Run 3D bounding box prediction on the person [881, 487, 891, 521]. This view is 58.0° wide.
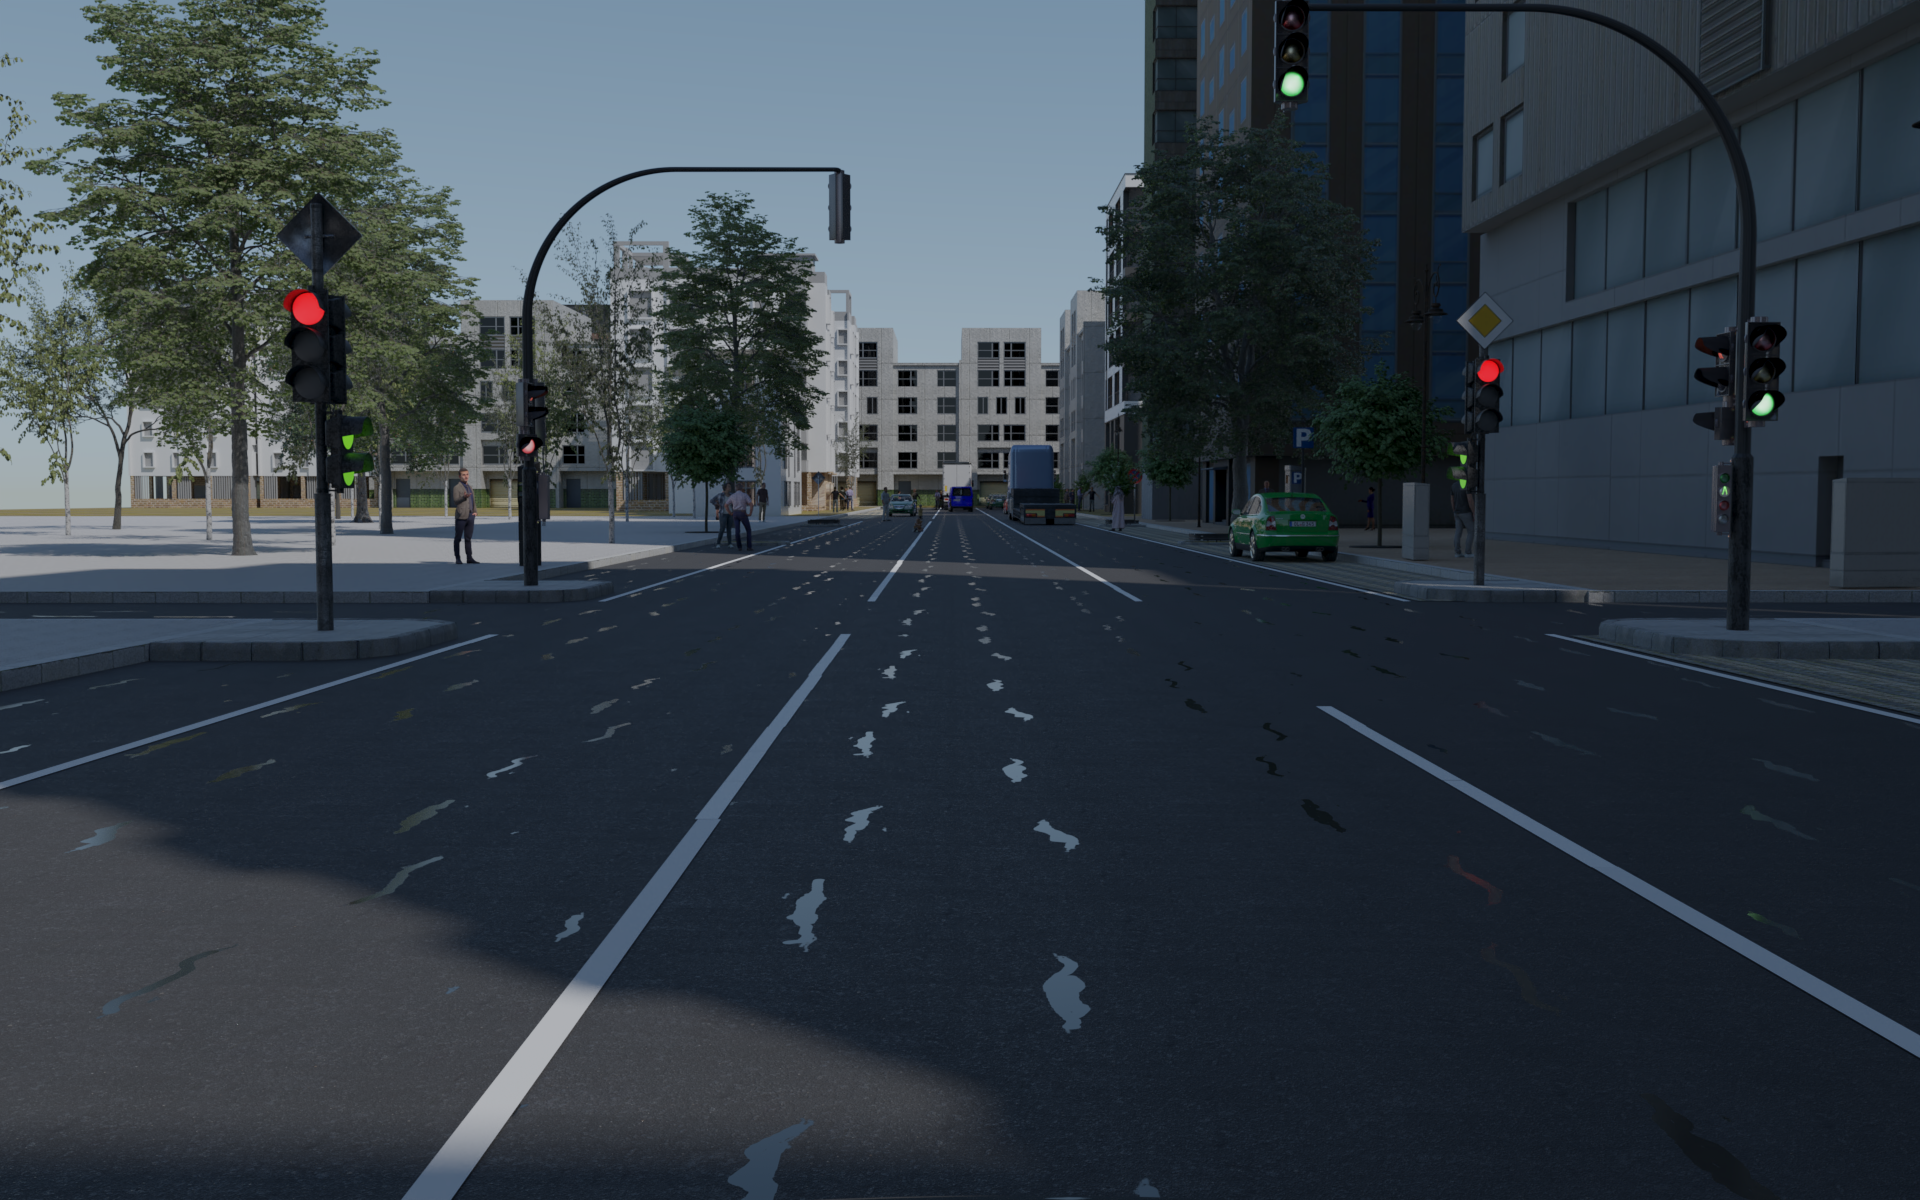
[{"bbox_3d":[-3.887,-5.049,91.195,0.789,1.805,0.875,3,5,43],"label":"person"}]

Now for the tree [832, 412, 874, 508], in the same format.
[{"bbox_3d":[-9.836,-12.485,154.493,4.360,8.622,3.978,0,3,0],"label":"tree"}]

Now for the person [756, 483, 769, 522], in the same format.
[{"bbox_3d":[-8.989,-4.452,78.967,0.598,1.807,0.434,-1,4,-22],"label":"person"}]

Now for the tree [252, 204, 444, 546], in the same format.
[{"bbox_3d":[-15.667,-5.678,43.190,4.360,8.622,3.978,0,3,0],"label":"tree"}]

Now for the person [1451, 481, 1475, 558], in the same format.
[{"bbox_3d":[10.219,-1.765,35.024,0.434,1.807,0.598,-1,4,-18],"label":"person"}]

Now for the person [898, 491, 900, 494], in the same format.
[{"bbox_3d":[-5.821,-9.731,168.304,0.721,1.736,1.217,0,4,-2],"label":"person"}]

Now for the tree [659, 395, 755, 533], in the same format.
[{"bbox_3d":[-8.412,-4.502,57.324,4.285,4.588,4.351,0,3,0],"label":"tree"}]

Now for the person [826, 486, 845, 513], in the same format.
[{"bbox_3d":[-8.567,-6.922,119.225,1.348,1.822,0.705,1,4,12],"label":"person"}]

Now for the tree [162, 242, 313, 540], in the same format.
[{"bbox_3d":[-21.214,-5.978,48.099,4.737,8.622,4.395,0,3,0],"label":"tree"}]

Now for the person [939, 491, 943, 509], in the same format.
[{"bbox_3d":[-1.756,-9.413,162.919,1.217,1.766,0.721,1,4,16],"label":"person"}]

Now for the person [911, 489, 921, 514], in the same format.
[{"bbox_3d":[-3.352,-7.268,127.476,1.348,1.807,0.705,-3,5,-43],"label":"person"}]

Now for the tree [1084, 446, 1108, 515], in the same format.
[{"bbox_3d":[9.551,-7.600,107.967,4.285,4.588,4.351,0,3,0],"label":"tree"}]

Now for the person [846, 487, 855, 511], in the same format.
[{"bbox_3d":[-8.395,-7.784,133.174,0.709,1.838,0.599,1,4,19],"label":"person"}]

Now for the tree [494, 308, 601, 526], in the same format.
[{"bbox_3d":[-16.469,-7.272,69.263,4.737,8.622,4.395,0,3,0],"label":"tree"}]

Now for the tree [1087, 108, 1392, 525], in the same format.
[{"bbox_3d":[9.111,-9.174,56.645,9.857,13.997,8.962,0,3,0],"label":"tree"}]

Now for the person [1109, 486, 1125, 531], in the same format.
[{"bbox_3d":[6.067,-3.511,66.572,0.621,1.740,0.551,2,4,35],"label":"person"}]

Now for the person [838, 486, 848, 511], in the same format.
[{"bbox_3d":[-9.021,-7.725,131.969,1.348,1.869,0.705,-3,5,-44],"label":"person"}]

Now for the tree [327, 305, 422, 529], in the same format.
[{"bbox_3d":[-21.529,-6.929,63.650,4.737,8.622,4.395,0,3,0],"label":"tree"}]

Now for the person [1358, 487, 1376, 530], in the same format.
[{"bbox_3d":[14.337,-3.214,60.960,0.546,1.535,0.453,0,4,-7],"label":"person"}]

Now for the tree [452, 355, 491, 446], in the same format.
[{"bbox_3d":[-22.471,-8.361,87.069,4.360,8.622,3.978,0,3,0],"label":"tree"}]

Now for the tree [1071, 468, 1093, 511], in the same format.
[{"bbox_3d":[9.169,-8.307,130.427,1.663,3.219,1.824,0,3,0],"label":"tree"}]

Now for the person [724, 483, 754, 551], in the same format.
[{"bbox_3d":[-5.563,-2.113,43.986,0.756,1.711,0.436,1,4,19],"label":"person"}]

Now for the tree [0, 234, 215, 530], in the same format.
[{"bbox_3d":[-30.264,-7.816,62.208,7.601,10.594,8.767,2,4,32],"label":"tree"}]

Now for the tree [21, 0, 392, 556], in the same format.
[{"bbox_3d":[-14.733,-7.177,35.474,7.486,12.596,7.792,0,3,0],"label":"tree"}]

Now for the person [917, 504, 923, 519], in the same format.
[{"bbox_3d":[-2.246,-4.974,97.757,0.347,0.859,0.695,0,4,-4],"label":"person"}]

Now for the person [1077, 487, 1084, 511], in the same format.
[{"bbox_3d":[9.006,-7.495,128.453,0.599,1.838,0.709,0,4,4],"label":"person"}]

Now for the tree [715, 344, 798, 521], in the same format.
[{"bbox_3d":[-9.696,-8.070,82.307,4.360,8.622,3.978,0,3,0],"label":"tree"}]

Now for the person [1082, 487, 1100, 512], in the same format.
[{"bbox_3d":[9.354,-7.152,122.985,1.348,1.822,0.705,2,4,26],"label":"person"}]

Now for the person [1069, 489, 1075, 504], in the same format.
[{"bbox_3d":[8.970,-8.049,138.563,0.541,1.710,0.530,-2,4,-23],"label":"person"}]

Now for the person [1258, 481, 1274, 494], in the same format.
[{"bbox_3d":[11.088,-3.420,62.513,0.990,1.755,0.434,1,4,13],"label":"person"}]

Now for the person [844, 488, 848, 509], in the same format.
[{"bbox_3d":[-9.572,-8.518,145.297,1.348,1.826,0.705,2,4,28],"label":"person"}]

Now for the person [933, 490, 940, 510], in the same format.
[{"bbox_3d":[-2.149,-9.078,156.795,0.709,1.838,0.599,3,5,41],"label":"person"}]

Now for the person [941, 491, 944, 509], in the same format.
[{"bbox_3d":[-1.602,-9.893,170.703,0.568,1.767,0.683,1,4,13],"label":"person"}]

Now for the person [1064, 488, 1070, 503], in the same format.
[{"bbox_3d":[8.924,-8.445,144.666,0.434,1.755,0.990,-2,4,-27],"label":"person"}]

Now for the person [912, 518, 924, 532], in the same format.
[{"bbox_3d":[-1.589,-2.830,65.241,0.381,0.543,0.357,-3,5,-44],"label":"person"}]

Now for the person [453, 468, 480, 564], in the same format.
[{"bbox_3d":[-8.968,-1.536,31.694,0.750,1.759,0.617,3,5,40],"label":"person"}]

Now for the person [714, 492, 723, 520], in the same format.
[{"bbox_3d":[-11.711,-4.595,84.411,0.697,1.427,0.421,-3,4,-37],"label":"person"}]

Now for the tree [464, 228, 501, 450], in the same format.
[{"bbox_3d":[-18.872,-8.401,55.478,7.486,12.596,7.792,0,3,0],"label":"tree"}]

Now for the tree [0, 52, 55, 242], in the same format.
[{"bbox_3d":[-16.091,-4.692,27.073,4.737,8.622,4.395,0,3,0],"label":"tree"}]

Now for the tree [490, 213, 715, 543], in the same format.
[{"bbox_3d":[-9.243,-5.765,44.618,4.360,8.622,3.978,0,3,0],"label":"tree"}]

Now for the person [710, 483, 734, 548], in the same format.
[{"bbox_3d":[-6.208,-2.246,45.938,0.841,1.734,0.376,-2,4,-29],"label":"person"}]

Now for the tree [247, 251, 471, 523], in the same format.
[{"bbox_3d":[-26.659,-9.790,77.072,9.611,12.733,9.660,0,3,0],"label":"tree"}]

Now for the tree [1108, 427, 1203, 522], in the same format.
[{"bbox_3d":[9.981,-5.980,81.492,4.285,4.588,4.351,0,3,0],"label":"tree"}]

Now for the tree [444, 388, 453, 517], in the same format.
[{"bbox_3d":[-28.753,-8.912,96.074,4.360,8.622,3.978,0,3,0],"label":"tree"}]

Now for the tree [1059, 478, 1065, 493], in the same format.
[{"bbox_3d":[8.796,-10.273,162.570,1.663,3.219,1.824,0,3,0],"label":"tree"}]

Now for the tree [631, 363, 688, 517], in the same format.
[{"bbox_3d":[-16.136,-8.931,96.389,4.737,8.622,4.395,0,3,0],"label":"tree"}]

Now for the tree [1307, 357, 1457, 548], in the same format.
[{"bbox_3d":[10.033,-3.535,41.515,4.285,4.588,4.351,0,3,0],"label":"tree"}]

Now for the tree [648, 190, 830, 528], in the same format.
[{"bbox_3d":[-8.352,-9.006,65.370,7.486,12.596,7.792,0,3,0],"label":"tree"}]
